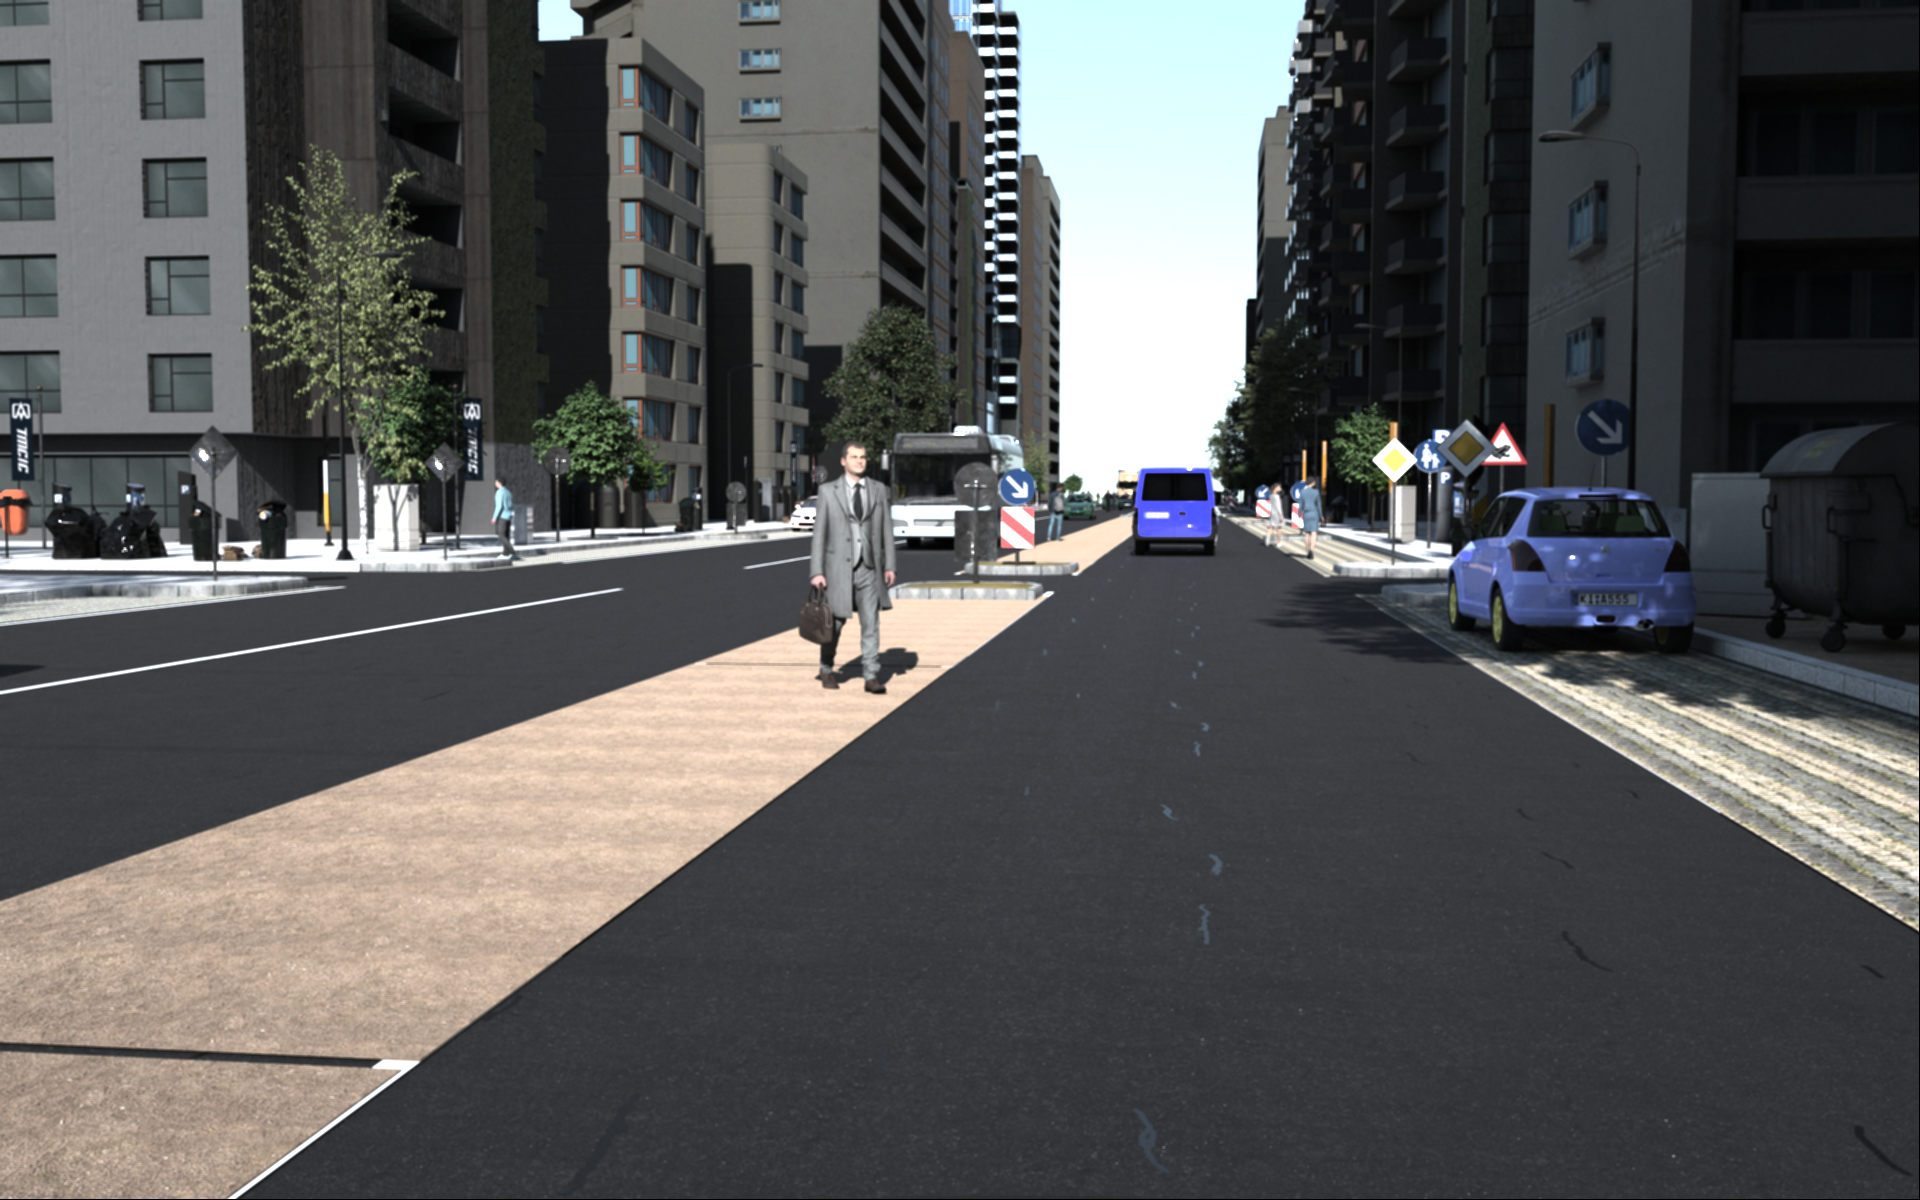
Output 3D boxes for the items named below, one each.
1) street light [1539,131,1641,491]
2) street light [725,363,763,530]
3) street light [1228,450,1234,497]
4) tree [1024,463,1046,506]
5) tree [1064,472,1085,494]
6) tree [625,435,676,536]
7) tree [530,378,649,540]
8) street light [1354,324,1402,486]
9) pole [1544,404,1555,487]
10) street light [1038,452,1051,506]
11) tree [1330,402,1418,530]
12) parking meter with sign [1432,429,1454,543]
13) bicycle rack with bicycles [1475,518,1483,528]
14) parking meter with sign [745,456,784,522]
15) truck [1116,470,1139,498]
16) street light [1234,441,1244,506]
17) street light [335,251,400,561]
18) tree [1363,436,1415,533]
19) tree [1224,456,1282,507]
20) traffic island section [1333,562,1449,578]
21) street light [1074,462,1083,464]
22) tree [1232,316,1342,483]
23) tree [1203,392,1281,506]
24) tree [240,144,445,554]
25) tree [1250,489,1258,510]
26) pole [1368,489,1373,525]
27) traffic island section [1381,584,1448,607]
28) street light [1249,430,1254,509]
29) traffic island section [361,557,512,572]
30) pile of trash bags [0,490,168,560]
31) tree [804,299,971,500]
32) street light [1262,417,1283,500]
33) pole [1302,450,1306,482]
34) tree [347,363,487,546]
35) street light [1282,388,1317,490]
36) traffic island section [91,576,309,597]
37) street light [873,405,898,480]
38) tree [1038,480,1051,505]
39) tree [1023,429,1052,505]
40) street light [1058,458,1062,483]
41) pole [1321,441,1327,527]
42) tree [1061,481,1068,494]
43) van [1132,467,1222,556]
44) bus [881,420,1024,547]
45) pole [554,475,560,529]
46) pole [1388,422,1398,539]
[{"bbox_3d":[8.112,-3.043,22.287,1.470,5.913,1.316,0,4,7],"label":"street light"},{"bbox_3d":[-7.686,-5.457,61.765,1.470,5.913,1.316,0,4,7],"label":"street light"},{"bbox_3d":[28.869,-12.762,181.202,1.470,5.913,1.316,0,4,7],"label":"street light"},{"bbox_3d":[7.291,-11.995,179.825,4.285,4.588,4.351,0,3,0],"label":"tree"},{"bbox_3d":[16.805,-16.600,255.127,4.285,4.588,4.351,0,3,0],"label":"tree"},{"bbox_3d":[-9.941,-3.625,53.877,1.663,3.219,1.824,0,3,0],"label":"tree"},{"bbox_3d":[-10.361,-4.002,49.148,4.285,4.588,4.351,0,3,0],"label":"tree"},{"bbox_3d":[11.459,-4.577,47.382,1.470,5.913,1.316,0,4,7],"label":"street light"},{"bbox_3d":[13.409,-2.789,39.445,0.158,3.312,0.155,0,3,0],"label":"pole"},{"bbox_3d":[9.329,-13.405,191.712,1.470,5.913,1.316,0,4,7],"label":"street light"},{"bbox_3d":[14.735,-4.781,61.889,4.285,4.588,4.351,0,3,0],"label":"tree"},{"bbox_3d":[12.863,-3.044,46.027,0.543,3.016,1.738,1,4,12],"label":"parking meter with sign"},{"bbox_3d":[12.193,-1.450,37.091,2.925,0.926,2.852,-1,4,-10],"label":"bicycle rack with bicycles"},{"bbox_3d":[-8.989,-5.100,79.649,1.738,3.016,0.543,-1,4,-15],"label":"parking meter with sign"},{"bbox_3d":[19.560,-12.966,200.903,2.839,4.237,11.283,0,4,6],"label":"truck"},{"bbox_3d":[25.200,-11.024,152.788,1.470,5.913,1.316,0,4,7],"label":"street light"},{"bbox_3d":[-11.400,-3.720,33.357,1.470,5.913,1.316,0,4,7],"label":"street light"},{"bbox_3d":[13.957,-3.836,57.328,1.663,3.219,1.824,0,3,0],"label":"tree"},{"bbox_3d":[23.782,-9.323,136.146,4.285,4.588,4.351,0,3,0],"label":"tree"},{"bbox_3d":[7.794,-0.539,31.093,2.009,0.180,2.903,0,4,7],"label":"traffic island section"},{"bbox_3d":[16.987,-16.960,249.838,1.470,5.913,1.316,0,4,7],"label":"street light"},{"bbox_3d":[20.922,-11.790,110.898,7.486,12.596,7.792,0,3,0],"label":"tree"},{"bbox_3d":[31.947,-16.939,193.958,9.611,12.733,9.660,0,3,0],"label":"tree"},{"bbox_3d":[-12.773,-5.274,36.588,4.737,8.622,4.395,0,3,0],"label":"tree"},{"bbox_3d":[24.079,-8.932,140.632,1.663,3.219,1.824,0,3,0],"label":"tree"},{"bbox_3d":[17.288,-4.831,72.836,0.158,3.312,0.155,0,3,0],"label":"pole"},{"bbox_3d":[6.758,-0.055,23.175,2.009,0.180,2.903,0,4,7],"label":"traffic island section"},{"bbox_3d":[21.483,-9.261,123.961,1.470,5.913,1.316,0,4,7],"label":"street light"},{"bbox_3d":[-9.945,-0.681,33.411,2.009,0.180,2.903,0,4,7],"label":"traffic island section"},{"bbox_3d":[-17.722,-1.531,34.784,3.447,1.369,1.912,1,4,9],"label":"pile of trash bags"},{"bbox_3d":[-3.947,-11.305,101.848,9.611,12.733,9.660,0,3,0],"label":"tree"},{"bbox_3d":[18.971,-8.094,104.885,1.470,5.913,1.316,0,4,7],"label":"street light"},{"bbox_3d":[15.999,-5.302,80.523,0.158,3.312,0.155,0,3,0],"label":"pole"},{"bbox_3d":[-13.599,-3.657,43.505,4.285,4.588,4.351,0,3,0],"label":"tree"},{"bbox_3d":[15.066,-6.329,76.019,1.470,5.913,1.316,0,4,7],"label":"street light"},{"bbox_3d":[-10.982,-0.196,25.493,2.009,0.180,2.903,0,4,7],"label":"traffic island section"},{"bbox_3d":[-3.932,-7.194,90.168,1.470,5.913,1.316,0,4,7],"label":"street light"},{"bbox_3d":[9.902,-13.109,208.939,1.663,3.219,1.824,0,3,0],"label":"tree"},{"bbox_3d":[8.658,-14.994,195.507,4.737,8.622,4.395,0,3,0],"label":"tree"},{"bbox_3d":[13.033,-15.152,220.280,1.470,5.913,1.316,0,4,7],"label":"street light"},{"bbox_3d":[13.987,-4.450,66.600,0.158,3.312,0.155,0,3,0],"label":"pole"},{"bbox_3d":[14.181,-14.899,238.194,1.663,3.219,1.824,0,3,0],"label":"tree"},{"bbox_3d":[5.235,-2.297,41.944,2.240,2.365,5.245,0,4,8],"label":"van"},{"bbox_3d":[0.096,-3.324,49.204,2.948,3.499,13.247,0,4,6],"label":"bus"},{"bbox_3d":[-14.777,-4.259,63.480,0.158,3.312,0.155,0,3,0],"label":"pole"},{"bbox_3d":[12.300,-3.387,49.215,0.158,3.312,0.155,0,3,0],"label":"pole"}]
